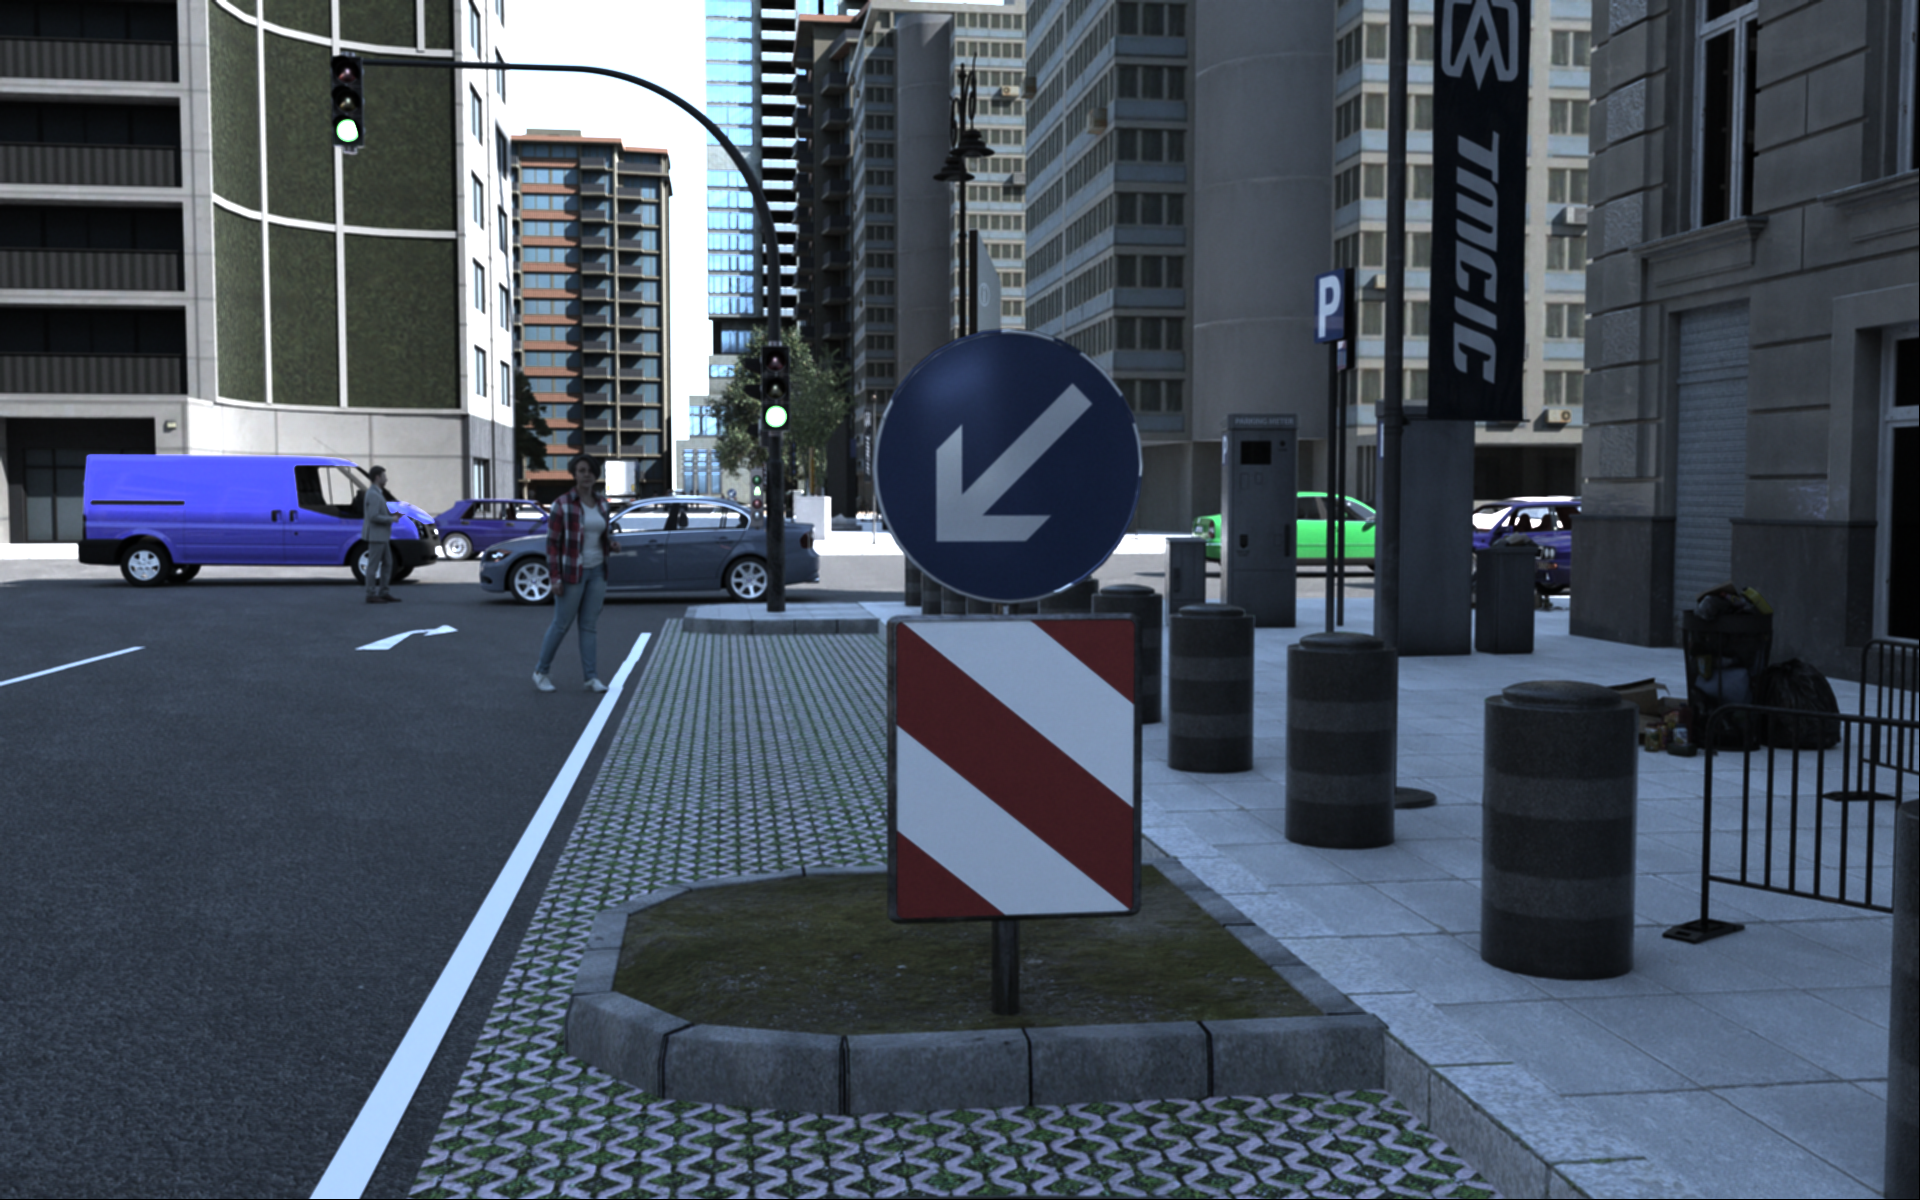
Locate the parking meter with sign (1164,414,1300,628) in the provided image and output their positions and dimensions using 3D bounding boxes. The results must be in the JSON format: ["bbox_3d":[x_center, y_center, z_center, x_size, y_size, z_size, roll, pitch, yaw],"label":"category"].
[{"bbox_3d":[2.876,-1.253,16.754,1.738,3.016,0.543,0,4,-2],"label":"parking meter with sign"}]

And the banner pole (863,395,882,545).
[{"bbox_3d":[-2.283,-3.308,44.110,0.401,3.779,0.863,-2,4,-26],"label":"banner pole"}]

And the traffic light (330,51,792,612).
[{"bbox_3d":[-4.100,-2.675,18.411,4.771,5.953,1.251,0,4,-8],"label":"traffic light"}]

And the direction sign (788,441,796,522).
[{"bbox_3d":[-7.167,-5.012,73.947,0.379,3.537,0.876,-2,4,-25],"label":"direction sign"}]

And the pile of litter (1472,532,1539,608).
[{"bbox_3d":[6.113,-0.343,19.579,1.176,0.858,1.719,-2,4,-26],"label":"pile of litter"}]

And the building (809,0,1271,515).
[{"bbox_3d":[4.476,-27.069,134.465,32.217,40.220,23.993,0,4,-8],"label":"building"}]

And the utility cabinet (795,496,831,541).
[{"bbox_3d":[-4.045,-2.238,47.755,1.020,1.237,0.306,2,4,32],"label":"utility cabinet"}]

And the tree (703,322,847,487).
[{"bbox_3d":[-12.190,-12.032,113.731,9.611,12.733,9.660,0,3,0],"label":"tree"}]

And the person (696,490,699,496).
[{"bbox_3d":[-24.851,-9.490,163.669,0.705,1.823,1.348,-1,4,-14],"label":"person"}]

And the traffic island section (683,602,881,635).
[{"bbox_3d":[-1.998,0.204,18.953,2.009,0.180,2.903,0,4,-8],"label":"traffic island section"}]

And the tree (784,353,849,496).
[{"bbox_3d":[-7.797,-8.493,89.227,4.360,8.622,3.978,0,3,0],"label":"tree"}]

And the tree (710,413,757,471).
[{"bbox_3d":[-18.157,-13.200,150.238,7.601,10.594,8.767,0,4,-5],"label":"tree"}]

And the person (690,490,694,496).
[{"bbox_3d":[-27.483,-10.315,177.151,0.705,1.824,1.348,-3,5,-41],"label":"person"}]

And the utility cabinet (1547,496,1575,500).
[{"bbox_3d":[15.635,-2.073,45.058,0.306,1.237,1.020,3,5,44],"label":"utility cabinet"}]

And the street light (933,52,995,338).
[{"bbox_3d":[0.028,-2.811,18.748,0.468,5.910,1.993,0,4,-8],"label":"street light"}]

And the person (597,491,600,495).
[{"bbox_3d":[-34.875,-9.619,166.507,0.721,1.736,1.217,3,4,37],"label":"person"}]

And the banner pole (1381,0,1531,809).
[{"bbox_3d":[2.008,-1.051,7.202,0.863,3.779,0.401,-1,4,-17],"label":"banner pole"}]

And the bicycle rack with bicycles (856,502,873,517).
[{"bbox_3d":[-5.504,-5.018,95.419,2.852,0.926,2.925,-2,4,-31],"label":"bicycle rack with bicycles"}]

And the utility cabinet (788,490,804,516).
[{"bbox_3d":[-9.479,-5.616,100.504,1.173,1.500,0.318,3,5,42],"label":"utility cabinet"}]

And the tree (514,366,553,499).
[{"bbox_3d":[-44.049,-16.108,170.784,7.806,13.903,7.818,0,3,0],"label":"tree"}]

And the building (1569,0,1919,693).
[{"bbox_3d":[12.786,-12.630,3.758,12.463,27.353,25.104,0,4,-8],"label":"building"}]

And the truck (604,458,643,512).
[{"bbox_3d":[-27.275,-9.273,140.525,2.839,4.237,11.283,-1,4,-8],"label":"truck"}]

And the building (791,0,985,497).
[{"bbox_3d":[-4.185,-30.896,159.772,22.147,44.769,28.867,0,4,-8],"label":"building"}]

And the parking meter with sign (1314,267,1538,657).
[{"bbox_3d":[3.730,-1.073,13.811,1.738,3.016,0.543,-1,4,-13],"label":"parking meter with sign"}]

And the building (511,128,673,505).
[{"bbox_3d":[-49.454,-33.986,210.296,28.867,44.769,22.147,0,4,-8],"label":"building"}]

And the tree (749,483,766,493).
[{"bbox_3d":[-16.693,-9.199,145.012,1.663,3.219,1.824,0,3,0],"label":"tree"}]

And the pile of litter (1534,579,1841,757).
[{"bbox_3d":[3.778,0.305,8.982,1.719,0.858,1.176,0,4,2],"label":"pile of litter"}]

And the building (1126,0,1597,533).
[{"bbox_3d":[15.512,-22.700,63.020,23.993,40.220,32.217,0,4,-8],"label":"building"}]

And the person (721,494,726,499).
[{"bbox_3d":[-20.512,-8.432,149.592,0.991,1.433,0.599,1,4,10],"label":"person"}]

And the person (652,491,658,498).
[{"bbox_3d":[-28.882,-9.461,163.899,0.721,1.736,1.217,1,4,20],"label":"person"}]

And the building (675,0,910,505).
[{"bbox_3d":[-19.539,-55.116,213.812,31.000,86.520,22.319,0,4,-8],"label":"building"}]

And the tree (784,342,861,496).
[{"bbox_3d":[-6.830,-8.129,83.268,4.737,8.622,4.395,0,3,0],"label":"tree"}]

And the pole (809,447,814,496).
[{"bbox_3d":[-6.408,-4.960,74.939,0.158,3.312,0.155,0,3,0],"label":"pole"}]

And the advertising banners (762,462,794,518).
[{"bbox_3d":[-9.788,-5.921,93.004,2.074,3.025,0.090,2,4,32],"label":"advertising banners"}]

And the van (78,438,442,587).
[{"bbox_3d":[-11.025,-1.422,27.633,5.245,2.365,2.240,-1,4,-8],"label":"van"}]

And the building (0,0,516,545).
[{"bbox_3d":[-25.366,-37.492,51.251,20.611,71.187,20.563,0,4,-8],"label":"building"}]
